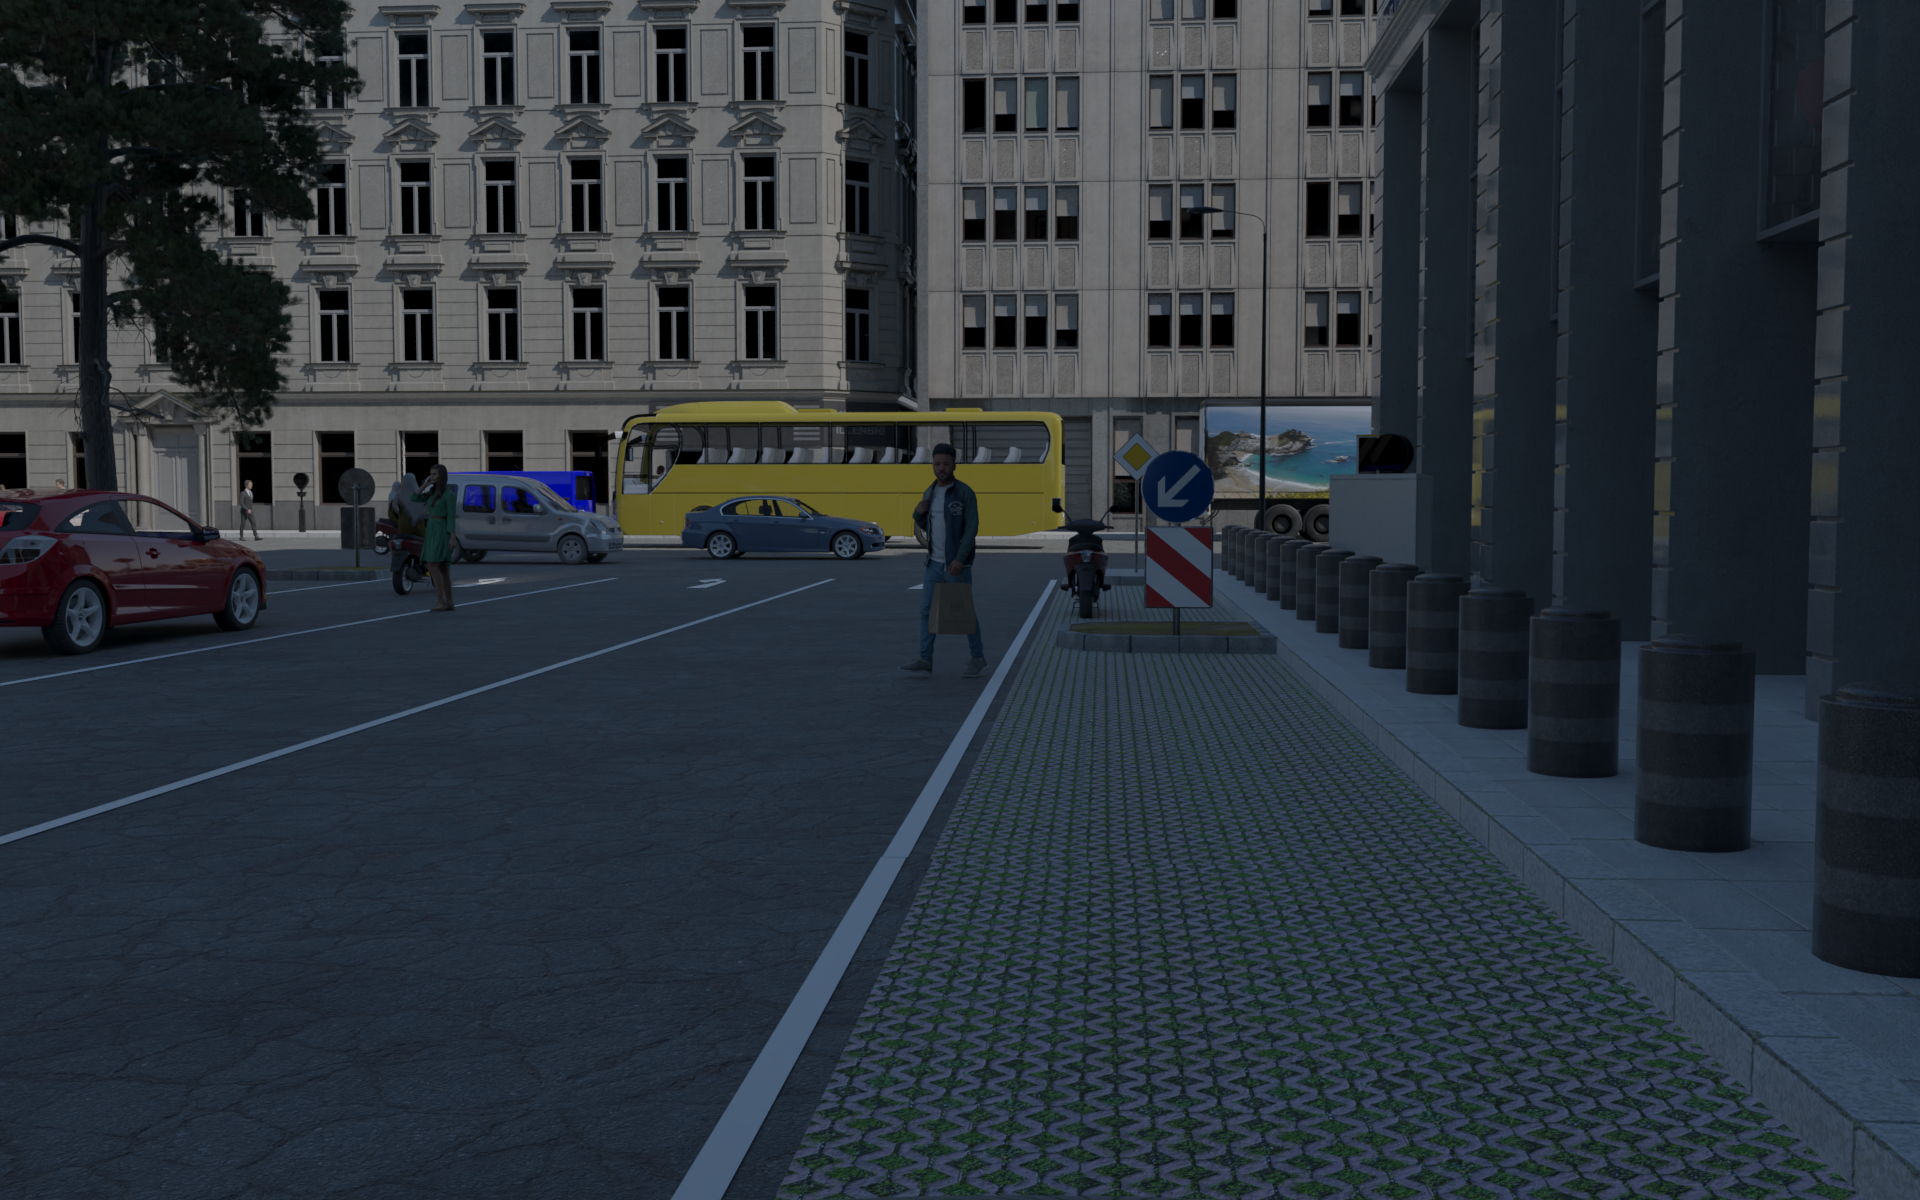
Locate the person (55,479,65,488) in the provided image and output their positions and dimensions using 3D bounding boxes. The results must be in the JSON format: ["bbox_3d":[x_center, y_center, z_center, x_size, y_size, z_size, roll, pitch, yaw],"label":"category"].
[{"bbox_3d":[-23.563,-2.267,45.534,0.622,1.834,0.822,3,5,45],"label":"person"}]

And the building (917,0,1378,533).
[{"bbox_3d":[8.980,-14.944,62.356,19.932,24.808,12.078,0,4,5],"label":"building"}]

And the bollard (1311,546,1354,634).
[{"bbox_3d":[3.507,-0.083,16.074,0.404,0.777,0.398,0,3,0],"label":"bollard"}]

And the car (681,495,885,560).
[{"bbox_3d":[-3.909,-1.619,38.478,4.499,1.417,2.014,0,4,3],"label":"car"}]

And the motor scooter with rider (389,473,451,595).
[{"bbox_3d":[-7.845,-0.996,25.249,0.876,1.779,1.986,0,4,4],"label":"motor scooter with rider"}]

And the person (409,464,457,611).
[{"bbox_3d":[-6.312,-0.754,21.068,0.600,1.795,0.529,2,4,24],"label":"person"}]

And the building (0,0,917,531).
[{"bbox_3d":[-23.141,-17.822,67.802,44.131,29.872,17.030,0,4,5],"label":"building"}]

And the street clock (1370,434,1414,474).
[{"bbox_3d":[5.190,-0.996,20.852,0.471,2.002,0.358,2,4,32],"label":"street clock"}]

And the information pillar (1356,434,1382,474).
[{"bbox_3d":[5.099,-1.040,21.498,0.304,2.012,0.304,2,4,32],"label":"information pillar"}]

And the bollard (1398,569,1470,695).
[{"bbox_3d":[3.103,0.213,11.233,0.404,0.777,0.398,0,3,0],"label":"bollard"}]

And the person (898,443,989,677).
[{"bbox_3d":[-0.077,-0.303,13.446,0.713,1.824,0.794,-2,4,-31],"label":"person"}]

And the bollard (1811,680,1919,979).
[{"bbox_3d":[2.569,0.609,4.753,0.404,0.777,0.398,0,3,0],"label":"bollard"}]

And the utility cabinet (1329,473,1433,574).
[{"bbox_3d":[4.628,-0.636,19.078,0.318,1.500,1.173,-3,4,-39],"label":"utility cabinet"}]

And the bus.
[{"bbox_3d":[-3.361,-3.347,46.275,12.252,3.916,2.896,0,4,6],"label":"bus"}]

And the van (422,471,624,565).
[{"bbox_3d":[-9.067,-1.769,35.932,4.112,2.044,2.013,0,4,5],"label":"van"}]

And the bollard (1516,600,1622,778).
[{"bbox_3d":[2.832,0.412,7.987,0.404,0.777,0.398,0,3,0],"label":"bollard"}]

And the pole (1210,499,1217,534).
[{"bbox_3d":[8.234,-3.813,56.193,0.158,3.312,0.155,0,3,0],"label":"pole"}]

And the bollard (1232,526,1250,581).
[{"bbox_3d":[4.310,-0.676,25.775,0.404,0.777,0.398,0,3,0],"label":"bollard"}]

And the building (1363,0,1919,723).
[{"bbox_3d":[10.556,-14.290,11.143,11.434,29.767,29.804,0,4,5],"label":"building"}]

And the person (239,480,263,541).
[{"bbox_3d":[-21.666,-2.725,52.833,0.755,1.850,0.659,1,4,17],"label":"person"}]

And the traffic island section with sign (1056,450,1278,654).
[{"bbox_3d":[1.925,-0.477,16.423,1.989,1.847,2.006,0,4,5],"label":"traffic island section with sign"}]

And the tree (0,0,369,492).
[{"bbox_3d":[-11.426,-6.007,22.720,6.751,12.117,7.091,0,3,0],"label":"tree"}]

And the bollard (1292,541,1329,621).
[{"bbox_3d":[3.640,-0.182,17.692,0.404,0.777,0.398,0,3,0],"label":"bollard"}]

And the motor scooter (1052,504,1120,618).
[{"bbox_3d":[1.490,-0.474,20.525,0.815,1.314,1.986,0,4,4],"label":"motor scooter"}]

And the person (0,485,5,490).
[{"bbox_3d":[-31.255,-2.899,56.646,0.760,1.731,0.466,-1,4,-21],"label":"person"}]

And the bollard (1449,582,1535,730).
[{"bbox_3d":[2.971,0.313,9.597,0.404,0.777,0.398,0,3,0],"label":"bollard"}]

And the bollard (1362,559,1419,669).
[{"bbox_3d":[3.239,0.115,12.843,0.404,0.777,0.398,0,3,0],"label":"bollard"}]

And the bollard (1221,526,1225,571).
[{"bbox_3d":[4.580,-0.874,29.014,0.404,0.777,0.398,0,3,0],"label":"bollard"}]

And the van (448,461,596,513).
[{"bbox_3d":[-12.404,-2.553,46.122,5.245,2.365,2.240,0,4,7],"label":"van"}]

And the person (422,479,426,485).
[{"bbox_3d":[-13.374,-2.138,43.635,0.721,1.800,0.419,-3,4,-38],"label":"person"}]

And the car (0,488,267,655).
[{"bbox_3d":[-8.525,-0.485,16.971,2.155,1.783,4.494,0,4,7],"label":"car"}]

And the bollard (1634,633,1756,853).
[{"bbox_3d":[2.699,0.511,6.364,0.404,0.777,0.398,0,3,0],"label":"bollard"}]

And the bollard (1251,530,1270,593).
[{"bbox_3d":[4.042,-0.479,22.555,0.404,0.777,0.398,0,3,0],"label":"bollard"}]

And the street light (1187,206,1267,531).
[{"bbox_3d":[4.368,-3.396,28.063,1.470,5.913,1.316,0,4,5],"label":"street light"}]

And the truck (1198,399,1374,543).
[{"bbox_3d":[12.900,-3.863,52.079,11.283,4.237,2.839,0,4,4],"label":"truck"}]

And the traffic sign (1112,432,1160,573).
[{"bbox_3d":[2.878,-1.504,28.236,0.795,2.450,0.064,0,4,5],"label":"traffic sign"}]

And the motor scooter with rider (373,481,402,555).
[{"bbox_3d":[-13.020,-1.946,40.788,1.986,1.779,0.876,0,4,6],"label":"motor scooter with rider"}]

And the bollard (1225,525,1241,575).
[{"bbox_3d":[4.443,-0.775,27.386,0.404,0.777,0.398,0,3,0],"label":"bollard"}]

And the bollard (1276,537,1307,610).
[{"bbox_3d":[3.775,-0.281,19.314,0.404,0.777,0.398,0,3,0],"label":"bollard"}]

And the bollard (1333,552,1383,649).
[{"bbox_3d":[3.370,0.016,14.463,0.404,0.777,0.398,0,3,0],"label":"bollard"}]

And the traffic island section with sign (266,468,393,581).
[{"bbox_3d":[-10.583,-1.317,29.664,2.006,1.907,1.989,0,4,5],"label":"traffic island section with sign"}]

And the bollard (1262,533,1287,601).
[{"bbox_3d":[3.909,-0.380,20.933,0.404,0.777,0.398,0,3,0],"label":"bollard"}]

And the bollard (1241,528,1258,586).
[{"bbox_3d":[4.178,-0.578,24.165,0.404,0.777,0.398,0,3,0],"label":"bollard"}]

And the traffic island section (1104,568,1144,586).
[{"bbox_3d":[2.902,-0.369,28.311,2.009,0.180,2.903,0,4,5],"label":"traffic island section"}]

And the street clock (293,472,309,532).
[{"bbox_3d":[-22.070,-3.272,58.071,0.471,2.002,0.358,0,4,-5],"label":"street clock"}]

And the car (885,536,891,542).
[{"bbox_3d":[-3.803,-2.437,51.641,4.920,1.459,2.131,0,4,6],"label":"car"}]
